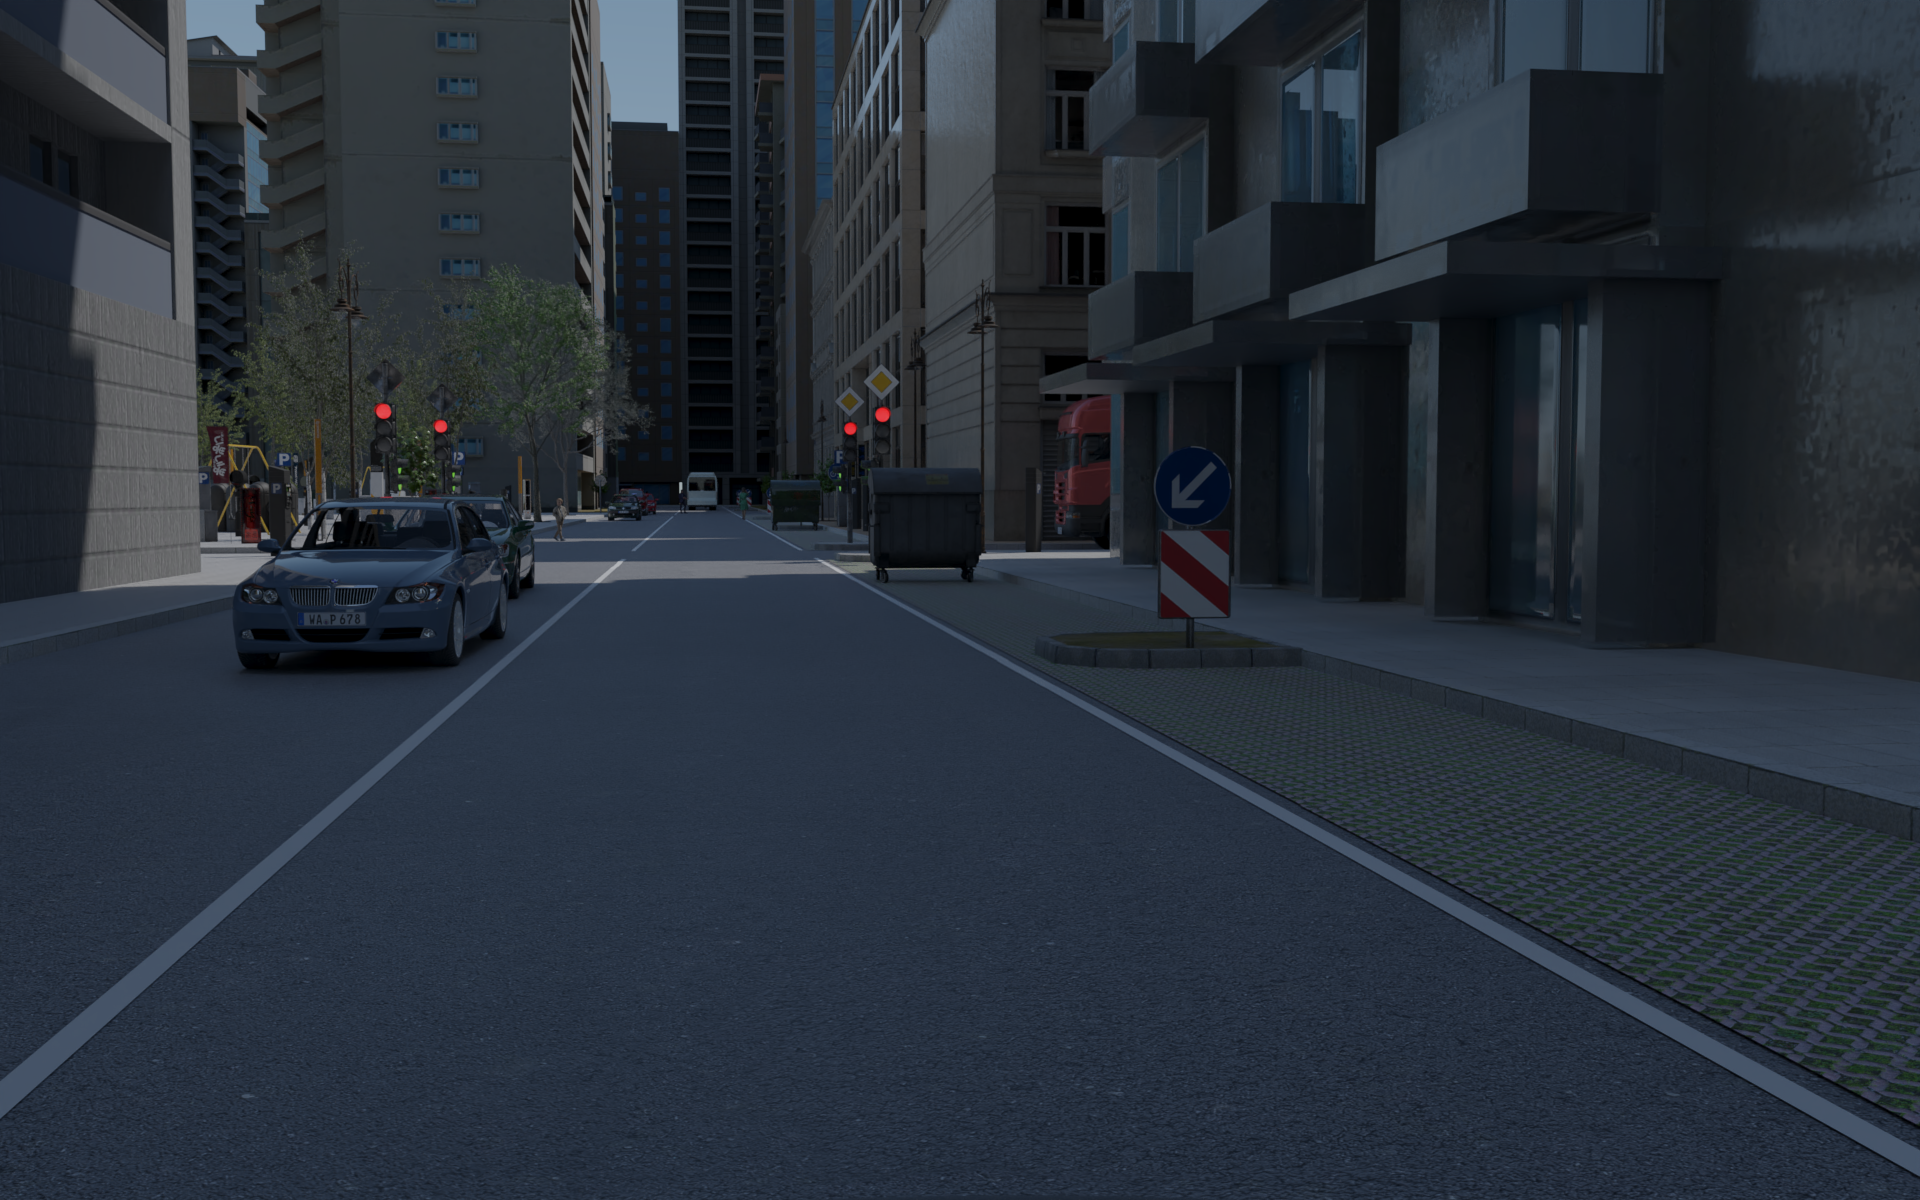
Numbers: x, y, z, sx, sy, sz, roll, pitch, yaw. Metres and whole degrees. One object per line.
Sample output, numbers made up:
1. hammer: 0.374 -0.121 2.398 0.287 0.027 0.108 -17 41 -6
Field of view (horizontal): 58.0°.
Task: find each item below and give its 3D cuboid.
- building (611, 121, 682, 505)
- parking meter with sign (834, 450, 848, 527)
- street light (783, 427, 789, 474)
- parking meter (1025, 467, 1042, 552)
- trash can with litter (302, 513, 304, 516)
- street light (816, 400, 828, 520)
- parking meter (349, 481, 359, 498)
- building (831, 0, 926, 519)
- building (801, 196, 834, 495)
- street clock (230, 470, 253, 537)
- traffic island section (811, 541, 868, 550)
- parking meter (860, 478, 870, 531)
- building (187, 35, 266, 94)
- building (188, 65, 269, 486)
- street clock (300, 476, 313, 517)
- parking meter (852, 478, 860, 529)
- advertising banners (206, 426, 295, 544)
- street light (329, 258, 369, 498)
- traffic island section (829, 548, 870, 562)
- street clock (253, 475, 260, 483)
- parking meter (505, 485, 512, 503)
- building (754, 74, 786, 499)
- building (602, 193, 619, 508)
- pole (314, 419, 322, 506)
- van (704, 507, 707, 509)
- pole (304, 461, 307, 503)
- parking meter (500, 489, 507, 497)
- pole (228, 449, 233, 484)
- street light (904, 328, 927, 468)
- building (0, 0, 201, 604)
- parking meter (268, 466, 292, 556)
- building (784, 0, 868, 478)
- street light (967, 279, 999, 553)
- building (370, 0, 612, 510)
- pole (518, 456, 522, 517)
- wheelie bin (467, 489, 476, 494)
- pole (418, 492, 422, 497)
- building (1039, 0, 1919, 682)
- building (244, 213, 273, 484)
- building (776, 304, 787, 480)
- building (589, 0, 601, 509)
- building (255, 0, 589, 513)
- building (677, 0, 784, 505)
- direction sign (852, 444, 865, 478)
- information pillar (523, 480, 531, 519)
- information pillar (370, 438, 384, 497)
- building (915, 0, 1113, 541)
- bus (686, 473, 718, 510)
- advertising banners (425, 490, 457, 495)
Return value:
1. building: -40.681 -34.111 207.820 14.200 45.320 14.600 -1 4 -9
2. parking meter with sign: -4.615 -4.396 68.137 0.543 3.016 1.738 0 4 -8
3. street light: -12.036 -8.979 119.601 0.468 5.910 1.993 -1 4 -9
4. parking meter: 1.624 -1.988 38.213 0.255 1.863 0.399 2 4 25
5. trash can with litter: -38.655 -5.666 103.693 2.233 1.210 1.678 -1 4 -11
6. street light: -6.686 -6.803 84.018 0.468 5.910 1.993 -1 4 -9
7. parking meter: -28.070 -4.560 80.270 0.399 1.863 0.255 -2 4 -31
8. building: 4.760 -17.089 83.918 19.350 26.468 34.151 -1 4 -9
9. building: -3.696 -16.790 110.675 11.583 22.565 21.152 -1 4 -9
10. street clock: -21.717 -2.911 52.168 0.471 2.002 0.358 1 4 9
11. traffic island section: -2.865 -1.417 45.454 2.009 0.180 2.903 -1 4 -9
12. parking meter: -3.133 -3.297 59.624 0.399 1.863 0.255 -3 5 -45
13. building: -77.279 -37.939 209.533 27.495 52.752 28.713 -1 4 -9
14. building: -79.444 -32.304 178.277 14.200 45.320 14.600 -1 4 -9
15. street clock: -26.183 -3.966 69.422 0.471 2.002 0.358 1 4 22
16. parking meter: -3.824 -3.526 63.354 0.399 1.863 0.255 2 4 33
17. advertising banners: -18.332 -2.973 44.793 2.074 3.025 0.090 -2 4 -27
18. street light: -11.985 -3.750 34.103 0.468 5.910 1.993 -1 4 -9
19. traffic island section: -1.674 -0.934 37.558 2.009 0.180 2.903 -1 4 -9
20. street clock: -27.006 -3.770 66.211 0.358 2.002 0.471 3 4 37
21. parking meter: -29.665 -6.605 113.704 0.399 1.863 0.255 0 4 2
22. building: -10.123 -32.202 181.119 22.147 44.769 28.867 -1 4 -9
23. building: -39.054 -23.718 159.488 14.160 30.474 14.107 -1 4 -9
24. pole: -17.509 -3.268 47.278 0.158 3.312 0.155 0 3 0
25. van: -26.124 -10.152 172.999 2.013 2.044 4.112 -1 4 -8
26. pole: -39.954 -6.844 105.744 0.158 3.312 0.155 0 3 0
27. parking meter: -23.820 -5.016 90.428 0.372 1.533 0.369 0 3 0
28. pole: -33.135 -5.194 78.763 0.158 3.312 0.155 0 3 0
29. street light: -1.252 -4.627 48.447 0.468 5.910 1.993 -1 4 -9
30. building: -25.639 -29.244 20.147 28.212 58.520 21.231 -1 4 -9
31. parking meter: -14.034 -1.839 35.780 0.399 1.863 0.255 0 4 6
32. building: -5.939 -29.402 130.825 14.600 45.320 14.200 -1 4 -9
33. street light: 0.488 -3.952 37.401 0.468 5.910 1.993 -1 4 -9
34. building: -47.143 -33.987 179.392 21.600 48.544 21.300 -1 4 -9
35. pole: -23.716 -6.089 93.403 0.158 3.312 0.155 0 3 0
36. wheelie bin: -29.269 -5.848 103.524 0.693 1.594 0.980 -1 4 -19
37. pole: -20.585 -4.415 66.022 0.158 3.312 0.155 0 3 0
38. building: 14.364 -24.635 22.392 23.786 49.044 30.456 -1 4 -9
39. building: -65.268 -24.997 180.407 14.107 30.474 14.160 -1 4 -9
40. building: -1.790 -18.892 153.926 27.650 21.520 28.899 -1 4 -9
41. building: -37.272 -30.254 144.768 14.600 45.320 14.200 -1 4 -9
42. building: -38.391 -30.737 126.248 21.300 48.544 21.600 -1 4 -9
43. building: -23.862 -47.337 212.219 20.611 71.187 20.563 -1 4 -9
44. direction sign: -4.704 -5.315 78.894 0.876 3.537 0.379 -3 4 -36
45. information pillar: -22.119 -5.136 88.462 0.304 2.012 0.304 -2 4 -33
46. information pillar: -22.219 -4.568 66.042 0.504 3.616 0.183 1 4 9
47. building: 13.917 -13.596 55.573 30.059 22.955 16.112 -1 4 -9
48. bus: -23.168 -9.839 155.721 2.948 3.499 13.247 -1 4 -8
49. advertising banners: -18.708 -3.983 61.306 2.074 3.025 0.090 1 4 19
